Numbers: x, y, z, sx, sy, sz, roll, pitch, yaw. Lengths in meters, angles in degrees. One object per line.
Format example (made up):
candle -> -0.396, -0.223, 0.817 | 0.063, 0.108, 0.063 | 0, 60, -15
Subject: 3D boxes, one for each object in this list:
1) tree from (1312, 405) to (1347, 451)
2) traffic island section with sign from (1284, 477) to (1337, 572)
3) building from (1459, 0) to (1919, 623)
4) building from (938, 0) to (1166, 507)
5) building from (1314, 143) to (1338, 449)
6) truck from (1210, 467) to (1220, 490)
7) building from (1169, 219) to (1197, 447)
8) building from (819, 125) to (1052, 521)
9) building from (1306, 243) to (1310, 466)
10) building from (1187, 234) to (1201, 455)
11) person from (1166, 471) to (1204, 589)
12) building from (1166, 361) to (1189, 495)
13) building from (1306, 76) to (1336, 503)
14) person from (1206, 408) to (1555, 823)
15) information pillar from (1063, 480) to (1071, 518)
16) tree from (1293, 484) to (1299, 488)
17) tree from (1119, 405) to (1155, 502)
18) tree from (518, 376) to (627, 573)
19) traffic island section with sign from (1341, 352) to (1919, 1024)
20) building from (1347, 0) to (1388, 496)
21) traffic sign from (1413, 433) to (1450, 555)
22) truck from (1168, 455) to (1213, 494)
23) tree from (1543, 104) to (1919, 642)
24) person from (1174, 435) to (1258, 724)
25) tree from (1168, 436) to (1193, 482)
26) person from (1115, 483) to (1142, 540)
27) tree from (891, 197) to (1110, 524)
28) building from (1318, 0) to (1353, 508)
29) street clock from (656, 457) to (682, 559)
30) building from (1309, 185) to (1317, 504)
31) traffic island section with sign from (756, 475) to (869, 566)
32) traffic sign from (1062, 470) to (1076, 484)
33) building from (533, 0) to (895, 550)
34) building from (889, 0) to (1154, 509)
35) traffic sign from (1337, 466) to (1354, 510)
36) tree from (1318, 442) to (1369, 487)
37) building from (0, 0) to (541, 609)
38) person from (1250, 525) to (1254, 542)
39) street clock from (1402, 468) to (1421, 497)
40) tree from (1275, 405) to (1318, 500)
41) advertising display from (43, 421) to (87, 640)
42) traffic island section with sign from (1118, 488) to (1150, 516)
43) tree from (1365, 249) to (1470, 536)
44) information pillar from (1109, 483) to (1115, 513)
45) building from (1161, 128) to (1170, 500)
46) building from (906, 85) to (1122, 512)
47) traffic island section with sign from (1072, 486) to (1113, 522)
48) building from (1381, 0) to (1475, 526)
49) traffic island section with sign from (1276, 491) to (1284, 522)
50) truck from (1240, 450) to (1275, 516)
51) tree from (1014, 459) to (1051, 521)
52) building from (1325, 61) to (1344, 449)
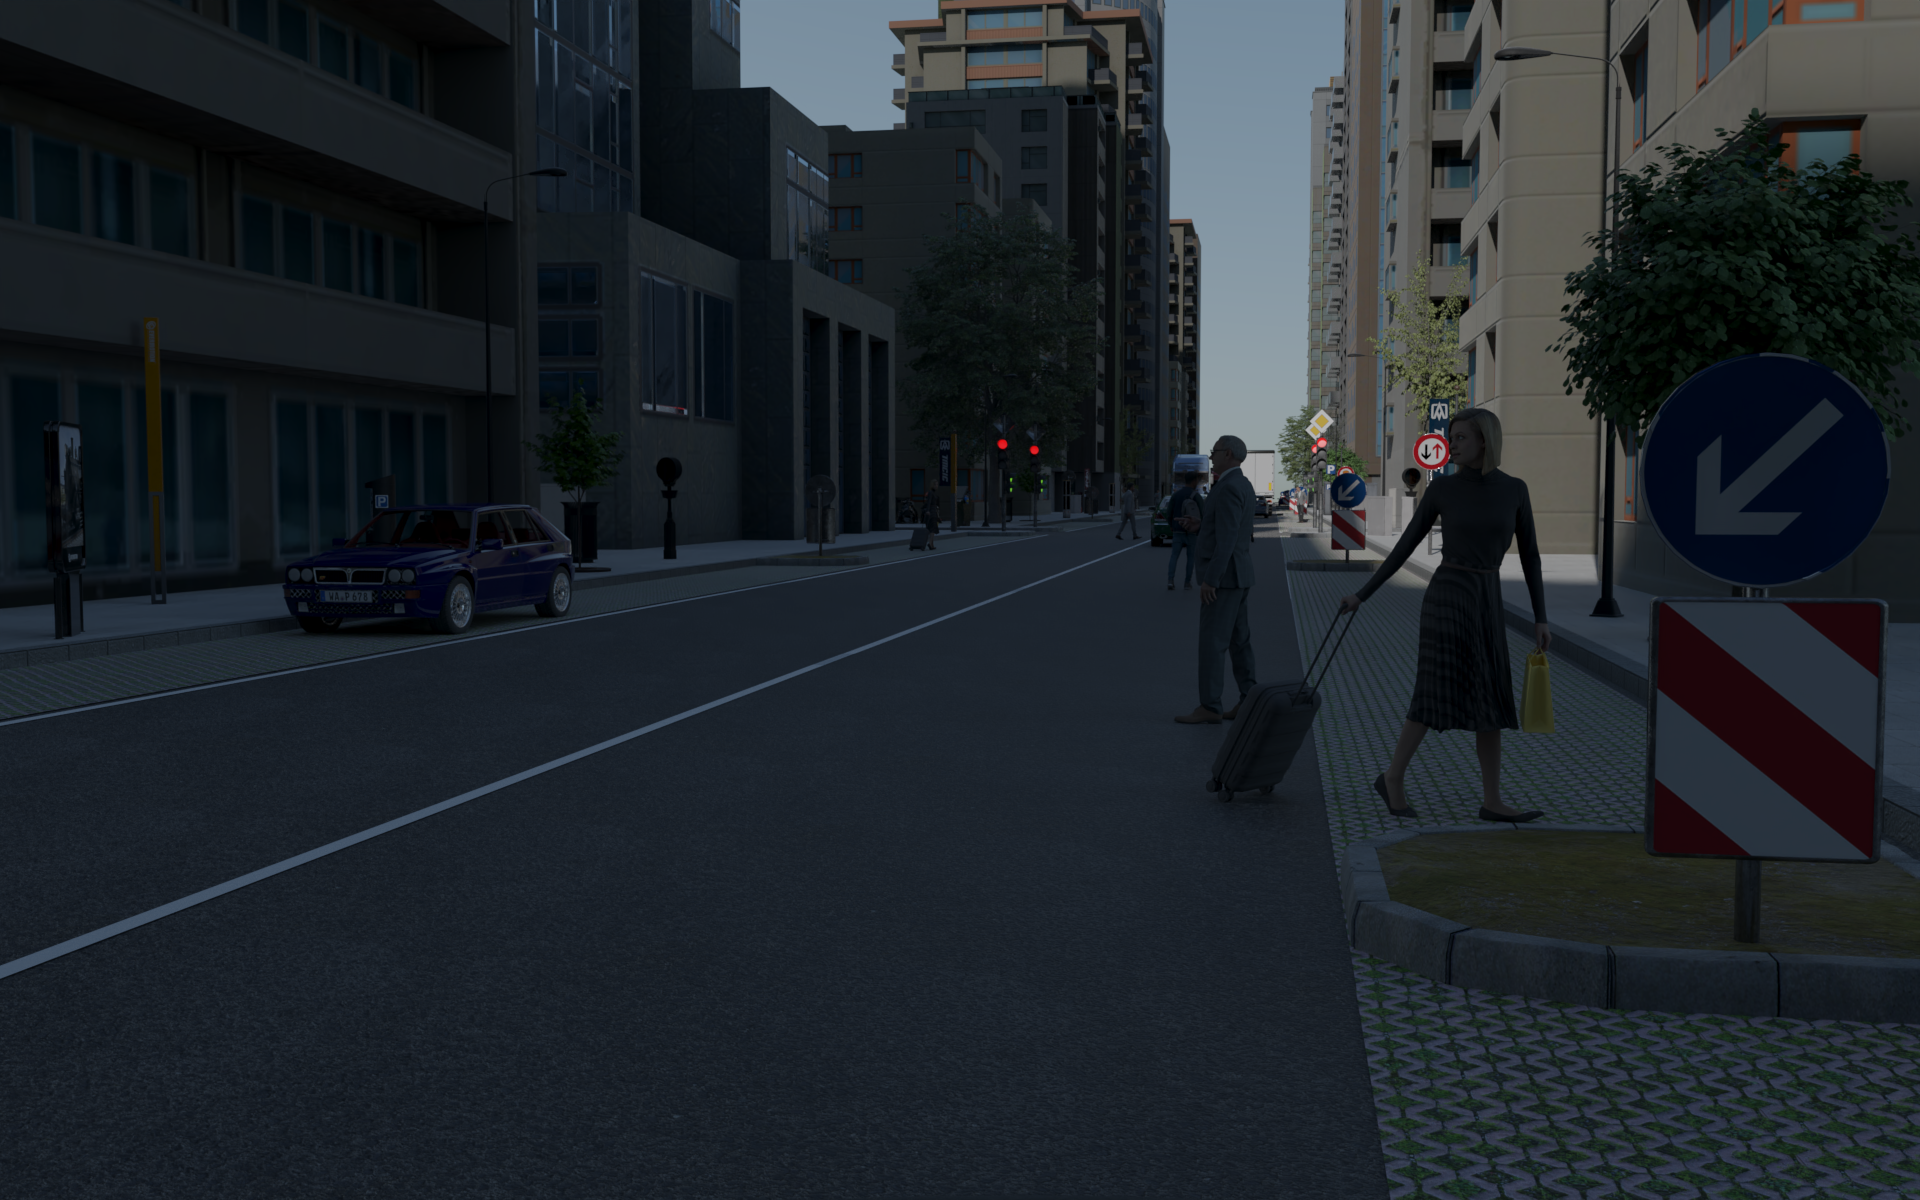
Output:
tree -> 31.260, -11.883, 144.655 | 4.360, 8.622, 3.978 | 0, 3, 0
traffic island section with sign -> 7.184, -1.472, 32.688 | 1.989, 1.847, 2.006 | 1, 4, 10
building -> 24.157, -11.223, 28.538 | 27.650, 21.520, 28.899 | 1, 4, 10
building -> 10.269, -39.331, 185.059 | 21.231, 58.520, 28.212 | 1, 4, 10
building -> 49.517, -31.804, 203.596 | 14.154, 41.232, 14.086 | 1, 4, 10
truck -> 27.914, -11.954, 184.356 | 2.839, 4.237, 11.283 | 1, 4, 10
building -> 25.203, -37.570, 268.893 | 22.147, 44.769, 28.867 | 1, 4, 10
building -> -10.359, -15.495, 98.381 | 27.650, 21.520, 28.899 | 1, 4, 10
building -> 67.095, -38.142, 278.238 | 22.147, 44.769, 28.867 | 1, 4, 10
building -> 32.887, -39.096, 289.332 | 14.600, 45.320, 14.200 | 1, 4, 10
person -> 3.398, -1.051, 26.034 | 0.623, 1.781, 0.721 | 1, 4, 14
building -> 17.243, -24.263, 241.742 | 27.650, 21.520, 28.899 | 1, 4, 10
building -> 61.025, -43.294, 249.849 | 21.231, 58.520, 28.212 | 1, 4, 10
person -> 1.927, 0.057, 7.784 | 1.509, 1.804, 0.699 | 3, 5, 44
information pillar -> 5.670, -5.356, 92.055 | 0.304, 2.012, 0.304 | -2, 4, -32
tree -> 56.397, -18.053, 289.772 | 1.663, 3.219, 1.824 | 0, 3, 0
tree -> 13.239, -11.531, 138.898 | 4.737, 8.622, 4.395 | 0, 3, 0
tree -> -6.225, -2.075, 28.521 | 1.663, 3.219, 1.824 | 0, 3, 0
traffic island section with sign -> 2.288, 0.182, 5.654 | 1.989, 1.847, 2.006 | 1, 4, 10
building -> 36.367, -29.278, 128.805 | 14.600, 45.320, 14.200 | 1, 4, 10
traffic sign -> 9.881, -2.216, 36.337 | 0.768, 2.556, 0.104 | 1, 4, 12
truck -> 16.682, -8.184, 123.563 | 2.967, 4.110, 18.799 | 1, 4, 9
tree -> 6.656, -1.892, 14.642 | 4.285, 4.588, 4.351 | 0, 3, 0
person -> 1.606, -0.138, 10.934 | 0.590, 1.801, 0.661 | 1, 4, 20
tree -> 27.728, -16.359, 217.839 | 4.360, 8.622, 3.978 | 0, 3, 0
person -> 5.287, -2.788, 54.351 | 0.850, 1.792, 0.678 | -1, 4, -18
tree -> 1.608, -10.317, 75.334 | 9.857, 13.997, 8.962 | 0, 3, 0
building -> 42.849, -43.831, 154.893 | 20.563, 71.187, 20.611 | 1, 4, 10
street clock -> -5.717, -1.805, 34.086 | 0.471, 2.002, 0.358 | 2, 4, 26
building -> 53.671, -33.435, 230.251 | 14.154, 41.232, 14.086 | 1, 4, 10
traffic island section with sign -> -2.920, -1.624, 35.175 | 1.989, 1.847, 2.006 | 1, 4, 10
traffic sign -> 5.802, -5.665, 92.733 | 0.768, 2.556, 0.104 | 1, 4, 20
building -> -19.506, -45.086, 49.820 | 31.000, 86.520, 22.319 | 1, 4, 10
building -> 5.839, -30.736, 157.163 | 22.147, 44.769, 28.867 | 1, 4, 10
traffic sign -> 17.610, -4.831, 79.092 | 0.768, 2.556, 0.104 | 1, 4, 12
tree -> 23.531, -7.556, 107.257 | 4.285, 4.588, 4.351 | 0, 3, 0
building -> -19.898, -24.321, 21.352 | 21.300, 48.544, 21.600 | 1, 4, 10
person -> 8.498, -2.641, 51.649 | 0.622, 1.834, 0.822 | 0, 4, 0
street clock -> 12.404, -2.634, 47.639 | 0.471, 2.002, 0.358 | 0, 4, -5
tree -> 43.912, -18.480, 220.280 | 7.486, 12.596, 7.792 | 0, 3, 0
advertising display -> -8.074, -0.638, 15.650 | 0.123, 1.923, 0.974 | -1, 4, -15
traffic island section with sign -> 11.650, -6.545, 115.638 | 1.989, 1.847, 2.006 | 1, 4, 10
tree -> 14.613, -6.272, 52.905 | 4.737, 8.622, 4.395 | 0, 3, 0
information pillar -> 10.346, -6.923, 117.685 | 0.304, 2.012, 0.304 | 2, 4, 29
building -> 17.466, -33.979, 205.674 | 14.600, 45.320, 14.200 | 1, 4, 10
building -> 4.170, -21.708, 126.627 | 14.160, 30.474, 14.107 | 1, 4, 10
traffic island section with sign -> 6.841, -4.923, 89.114 | 1.989, 1.847, 2.006 | 1, 4, 10
building -> 29.718, -27.632, 75.483 | 21.600, 48.544, 21.300 | 1, 4, 10
traffic island section with sign -> 17.143, -4.840, 87.756 | 1.989, 1.847, 2.006 | 1, 4, 10
truck -> 19.590, -7.751, 115.642 | 2.839, 4.237, 11.283 | 1, 4, 9
tree -> 3.213, -5.340, 81.918 | 1.663, 3.219, 1.824 | 0, 3, 0
building -> 49.790, -34.288, 180.216 | 23.786, 49.044, 30.456 | 1, 4, 10
